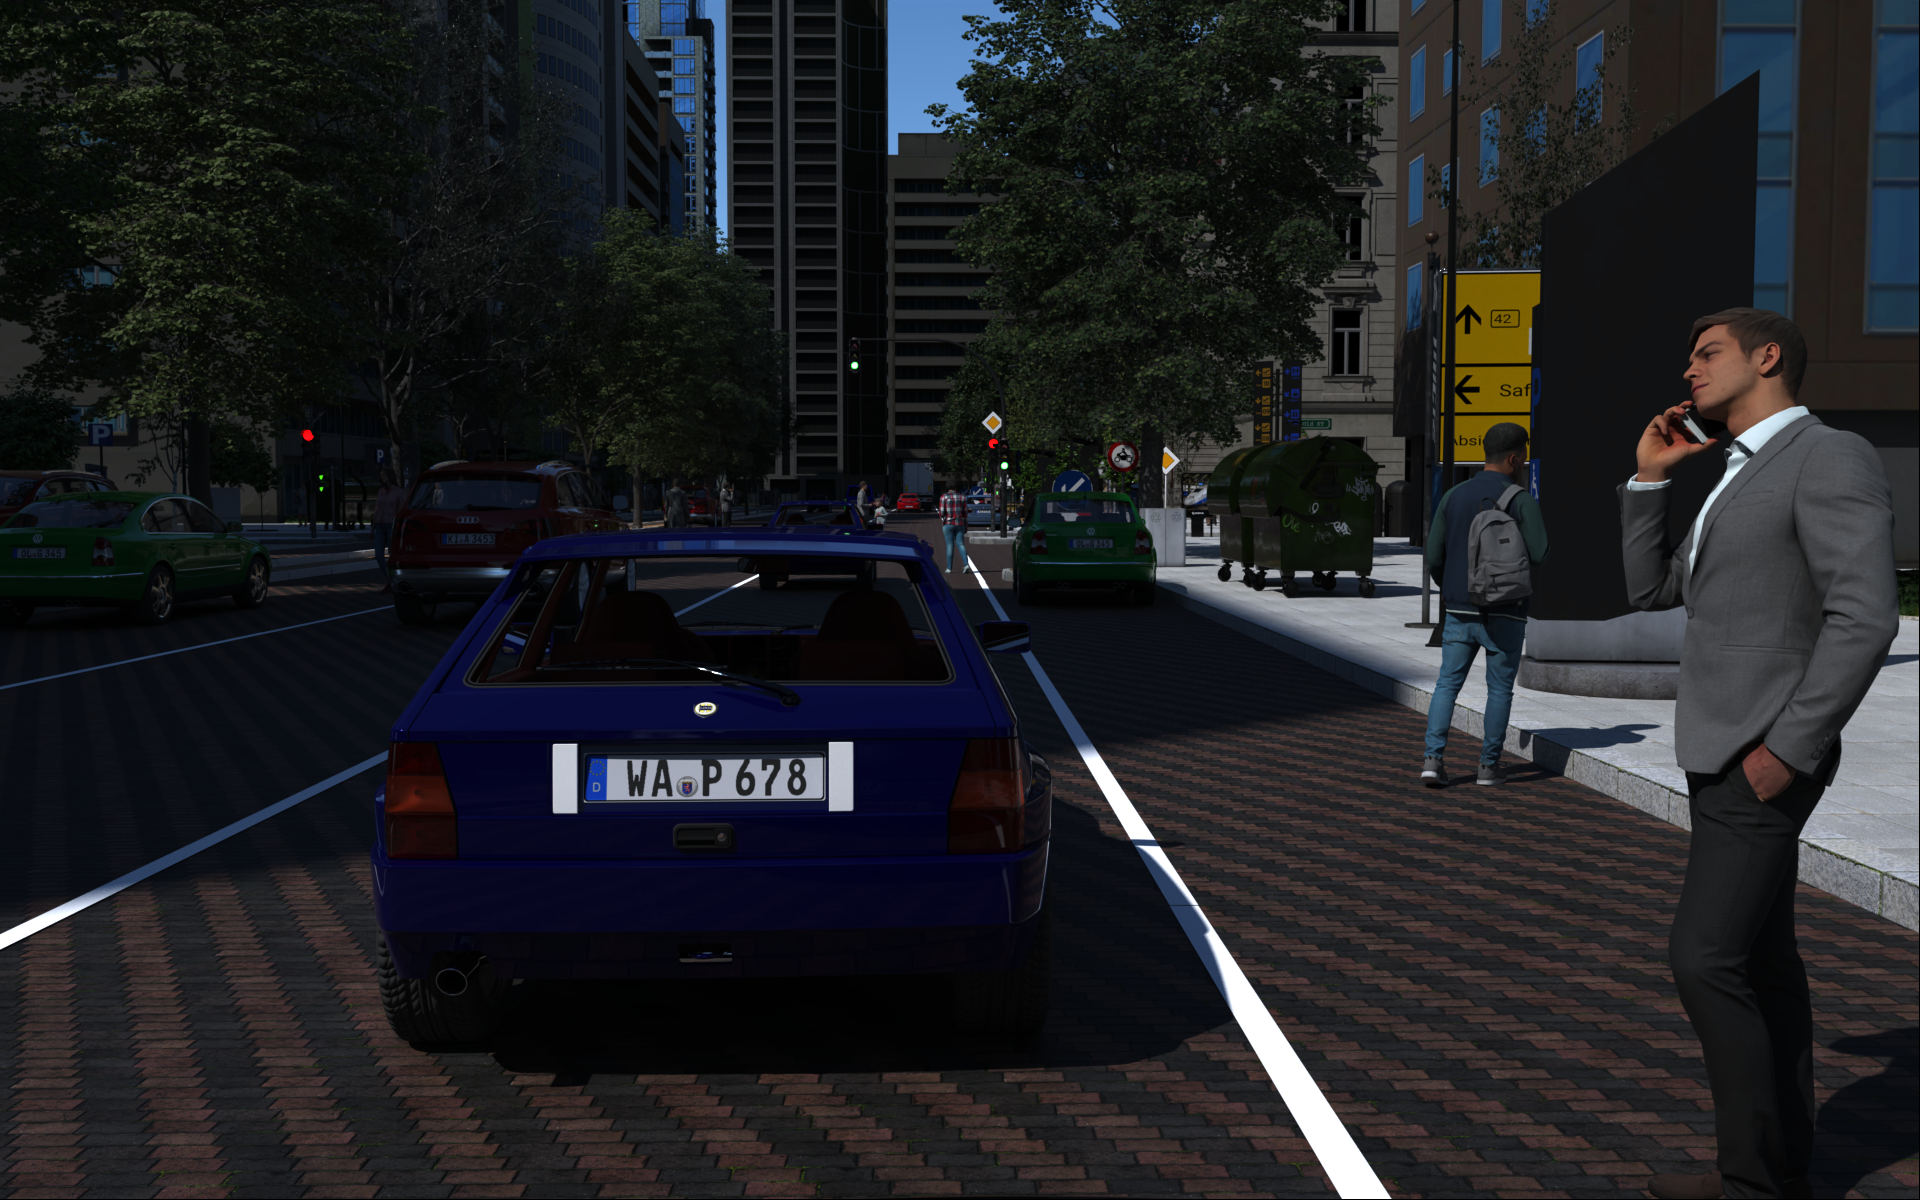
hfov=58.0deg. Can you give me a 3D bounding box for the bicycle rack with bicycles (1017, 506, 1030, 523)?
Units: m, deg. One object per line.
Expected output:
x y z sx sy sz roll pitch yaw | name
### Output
4.051 -3.832 76.030 2.925 0.926 2.852 0 4 6 | bicycle rack with bicycles

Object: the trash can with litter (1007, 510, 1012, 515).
2.781 -5.901 107.865 1.055 1.170 0.624 1 4 15 | trash can with litter

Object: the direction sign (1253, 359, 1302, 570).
5.387 -2.291 29.454 0.876 3.537 0.379 3 4 36 | direction sign

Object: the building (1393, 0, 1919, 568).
17.813 -23.540 34.982 14.600 45.320 14.200 0 4 -1 | building

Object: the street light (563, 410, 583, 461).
-21.071 -7.456 94.448 1.470 5.913 1.316 0 4 -1 | street light

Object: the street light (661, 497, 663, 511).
-21.800 -9.629 129.976 1.470 5.913 1.316 0 4 -1 | street light

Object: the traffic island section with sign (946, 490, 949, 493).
0.177 -6.222 110.358 1.989 1.847 2.006 0 4 -1 | traffic island section with sign

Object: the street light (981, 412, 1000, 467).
1.913 -7.672 97.984 1.470 5.913 1.316 0 4 -1 | street light

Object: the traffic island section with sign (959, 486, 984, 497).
0.686 -4.574 83.408 1.989 1.847 2.006 0 4 -1 | traffic island section with sign

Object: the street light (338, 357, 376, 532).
-20.349 -5.262 58.579 1.470 5.913 1.316 0 4 -1 | street light

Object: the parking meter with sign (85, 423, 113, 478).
-21.723 -2.897 43.626 0.543 3.016 1.738 -2 4 -33 | parking meter with sign

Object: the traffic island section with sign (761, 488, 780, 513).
-14.247 -7.657 133.335 2.006 1.907 1.989 0 4 -1 | traffic island section with sign

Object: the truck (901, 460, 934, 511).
-3.604 -9.701 147.520 2.839 4.237 11.283 0 4 -2 | truck

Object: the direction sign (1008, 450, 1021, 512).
2.805 -5.942 89.151 0.876 3.537 0.379 -3 5 -43 | direction sign

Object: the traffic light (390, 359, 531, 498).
-16.863 -5.120 58.379 4.771 5.953 1.251 0 4 -1 | traffic light

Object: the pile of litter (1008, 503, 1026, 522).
2.934 -4.076 80.606 1.719 0.858 1.176 0 4 -5 | pile of litter

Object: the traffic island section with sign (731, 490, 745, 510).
-20.597 -9.275 160.275 1.989 1.847 2.006 0 4 -1 | traffic island section with sign

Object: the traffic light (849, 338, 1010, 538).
-0.834 -4.640 50.534 4.771 5.953 1.251 0 4 -1 | traffic light

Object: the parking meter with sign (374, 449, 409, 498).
-21.648 -4.316 66.825 1.738 3.016 0.543 1 4 14 | parking meter with sign

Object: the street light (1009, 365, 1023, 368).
2.448 -5.499 62.452 1.470 5.913 1.316 0 4 -1 | street light

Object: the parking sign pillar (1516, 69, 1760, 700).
4.453 -1.401 11.376 1.447 3.967 1.447 0 4 8 | parking sign pillar

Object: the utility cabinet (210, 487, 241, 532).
-24.781 -3.022 58.089 1.173 1.500 0.318 -2 4 -30 | utility cabinet

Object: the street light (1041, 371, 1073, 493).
2.713 -4.771 50.546 1.470 5.913 1.316 0 4 -1 | street light

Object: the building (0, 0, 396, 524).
-40.447 -28.145 83.880 21.300 48.544 21.600 0 4 -1 | building

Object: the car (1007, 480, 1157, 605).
1.635 -0.916 23.771 1.959 1.807 4.718 0 4 0 | car

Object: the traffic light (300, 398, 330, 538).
-18.801 -3.755 50.320 0.839 4.253 0.868 0 4 -1 | traffic light

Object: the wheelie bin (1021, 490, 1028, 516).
3.931 -5.518 98.125 0.980 1.594 0.693 -2 4 -33 | wheelie bin

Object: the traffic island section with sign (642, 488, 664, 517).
-19.661 -6.242 110.688 1.989 1.847 2.006 0 4 -1 | traffic island section with sign

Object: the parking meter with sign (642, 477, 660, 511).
-23.690 -8.282 131.670 1.738 3.016 0.543 -3 4 -39 | parking meter with sign

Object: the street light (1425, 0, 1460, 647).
3.552 -2.561 14.421 1.470 5.913 1.316 0 4 -1 | street light

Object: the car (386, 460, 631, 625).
-5.177 -0.728 20.572 2.281 1.827 5.304 0 4 -1 | car

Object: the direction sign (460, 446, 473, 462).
-23.363 -5.512 82.113 0.379 3.537 0.876 1 4 23 | direction sign

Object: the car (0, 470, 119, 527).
-14.683 -1.107 26.772 2.281 1.827 5.304 0 4 0 | car

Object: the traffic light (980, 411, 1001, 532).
1.105 -4.268 58.699 0.839 4.253 0.868 0 4 -1 | traffic light

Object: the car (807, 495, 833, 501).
-10.630 -7.260 131.289 1.945 1.354 3.894 0 4 0 | car

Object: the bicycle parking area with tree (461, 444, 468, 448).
-31.156 -6.937 100.414 8.231 4.147 9.016 1 4 18 | bicycle parking area with tree

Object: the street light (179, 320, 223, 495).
-20.234 -4.512 46.305 1.470 5.913 1.316 0 4 -1 | street light

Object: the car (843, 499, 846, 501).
-7.596 -7.238 127.129 1.959 1.807 4.718 0 4 -2 | car

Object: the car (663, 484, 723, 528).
-10.679 -3.725 69.570 2.281 1.827 5.304 0 4 -3 | car

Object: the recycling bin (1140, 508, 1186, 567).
3.588 -1.110 30.700 0.722 1.027 0.722 0 4 -3 | recycling bin

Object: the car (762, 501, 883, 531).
-2.190 -0.901 27.310 1.945 1.354 3.894 0 4 -2 | car

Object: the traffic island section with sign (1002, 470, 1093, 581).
1.720 -1.251 29.089 1.989 1.847 2.006 0 4 -1 | traffic island section with sign

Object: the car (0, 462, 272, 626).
-9.627 -0.701 20.260 1.959 1.807 4.718 0 4 -1 | car

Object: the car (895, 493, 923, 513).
-3.859 -7.458 130.973 2.155 1.783 4.494 0 4 -2 | car

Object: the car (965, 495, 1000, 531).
0.768 -3.337 66.564 2.014 1.417 4.499 0 4 -3 | car

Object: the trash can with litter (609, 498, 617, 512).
-24.219 -6.639 119.929 1.055 1.170 0.624 -2 4 -29 | trash can with litter

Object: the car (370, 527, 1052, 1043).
-0.685 0.409 5.901 1.945 1.354 3.894 0 4 -3 | car

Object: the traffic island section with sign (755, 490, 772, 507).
-21.099 -10.923 187.225 1.989 1.847 2.006 0 4 -1 | traffic island section with sign

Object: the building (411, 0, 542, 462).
-35.674 -26.160 111.315 14.154 41.232 14.086 0 4 -1 | building

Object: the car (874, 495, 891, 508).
-8.063 -10.008 175.984 2.083 1.381 4.827 0 4 -2 | car
